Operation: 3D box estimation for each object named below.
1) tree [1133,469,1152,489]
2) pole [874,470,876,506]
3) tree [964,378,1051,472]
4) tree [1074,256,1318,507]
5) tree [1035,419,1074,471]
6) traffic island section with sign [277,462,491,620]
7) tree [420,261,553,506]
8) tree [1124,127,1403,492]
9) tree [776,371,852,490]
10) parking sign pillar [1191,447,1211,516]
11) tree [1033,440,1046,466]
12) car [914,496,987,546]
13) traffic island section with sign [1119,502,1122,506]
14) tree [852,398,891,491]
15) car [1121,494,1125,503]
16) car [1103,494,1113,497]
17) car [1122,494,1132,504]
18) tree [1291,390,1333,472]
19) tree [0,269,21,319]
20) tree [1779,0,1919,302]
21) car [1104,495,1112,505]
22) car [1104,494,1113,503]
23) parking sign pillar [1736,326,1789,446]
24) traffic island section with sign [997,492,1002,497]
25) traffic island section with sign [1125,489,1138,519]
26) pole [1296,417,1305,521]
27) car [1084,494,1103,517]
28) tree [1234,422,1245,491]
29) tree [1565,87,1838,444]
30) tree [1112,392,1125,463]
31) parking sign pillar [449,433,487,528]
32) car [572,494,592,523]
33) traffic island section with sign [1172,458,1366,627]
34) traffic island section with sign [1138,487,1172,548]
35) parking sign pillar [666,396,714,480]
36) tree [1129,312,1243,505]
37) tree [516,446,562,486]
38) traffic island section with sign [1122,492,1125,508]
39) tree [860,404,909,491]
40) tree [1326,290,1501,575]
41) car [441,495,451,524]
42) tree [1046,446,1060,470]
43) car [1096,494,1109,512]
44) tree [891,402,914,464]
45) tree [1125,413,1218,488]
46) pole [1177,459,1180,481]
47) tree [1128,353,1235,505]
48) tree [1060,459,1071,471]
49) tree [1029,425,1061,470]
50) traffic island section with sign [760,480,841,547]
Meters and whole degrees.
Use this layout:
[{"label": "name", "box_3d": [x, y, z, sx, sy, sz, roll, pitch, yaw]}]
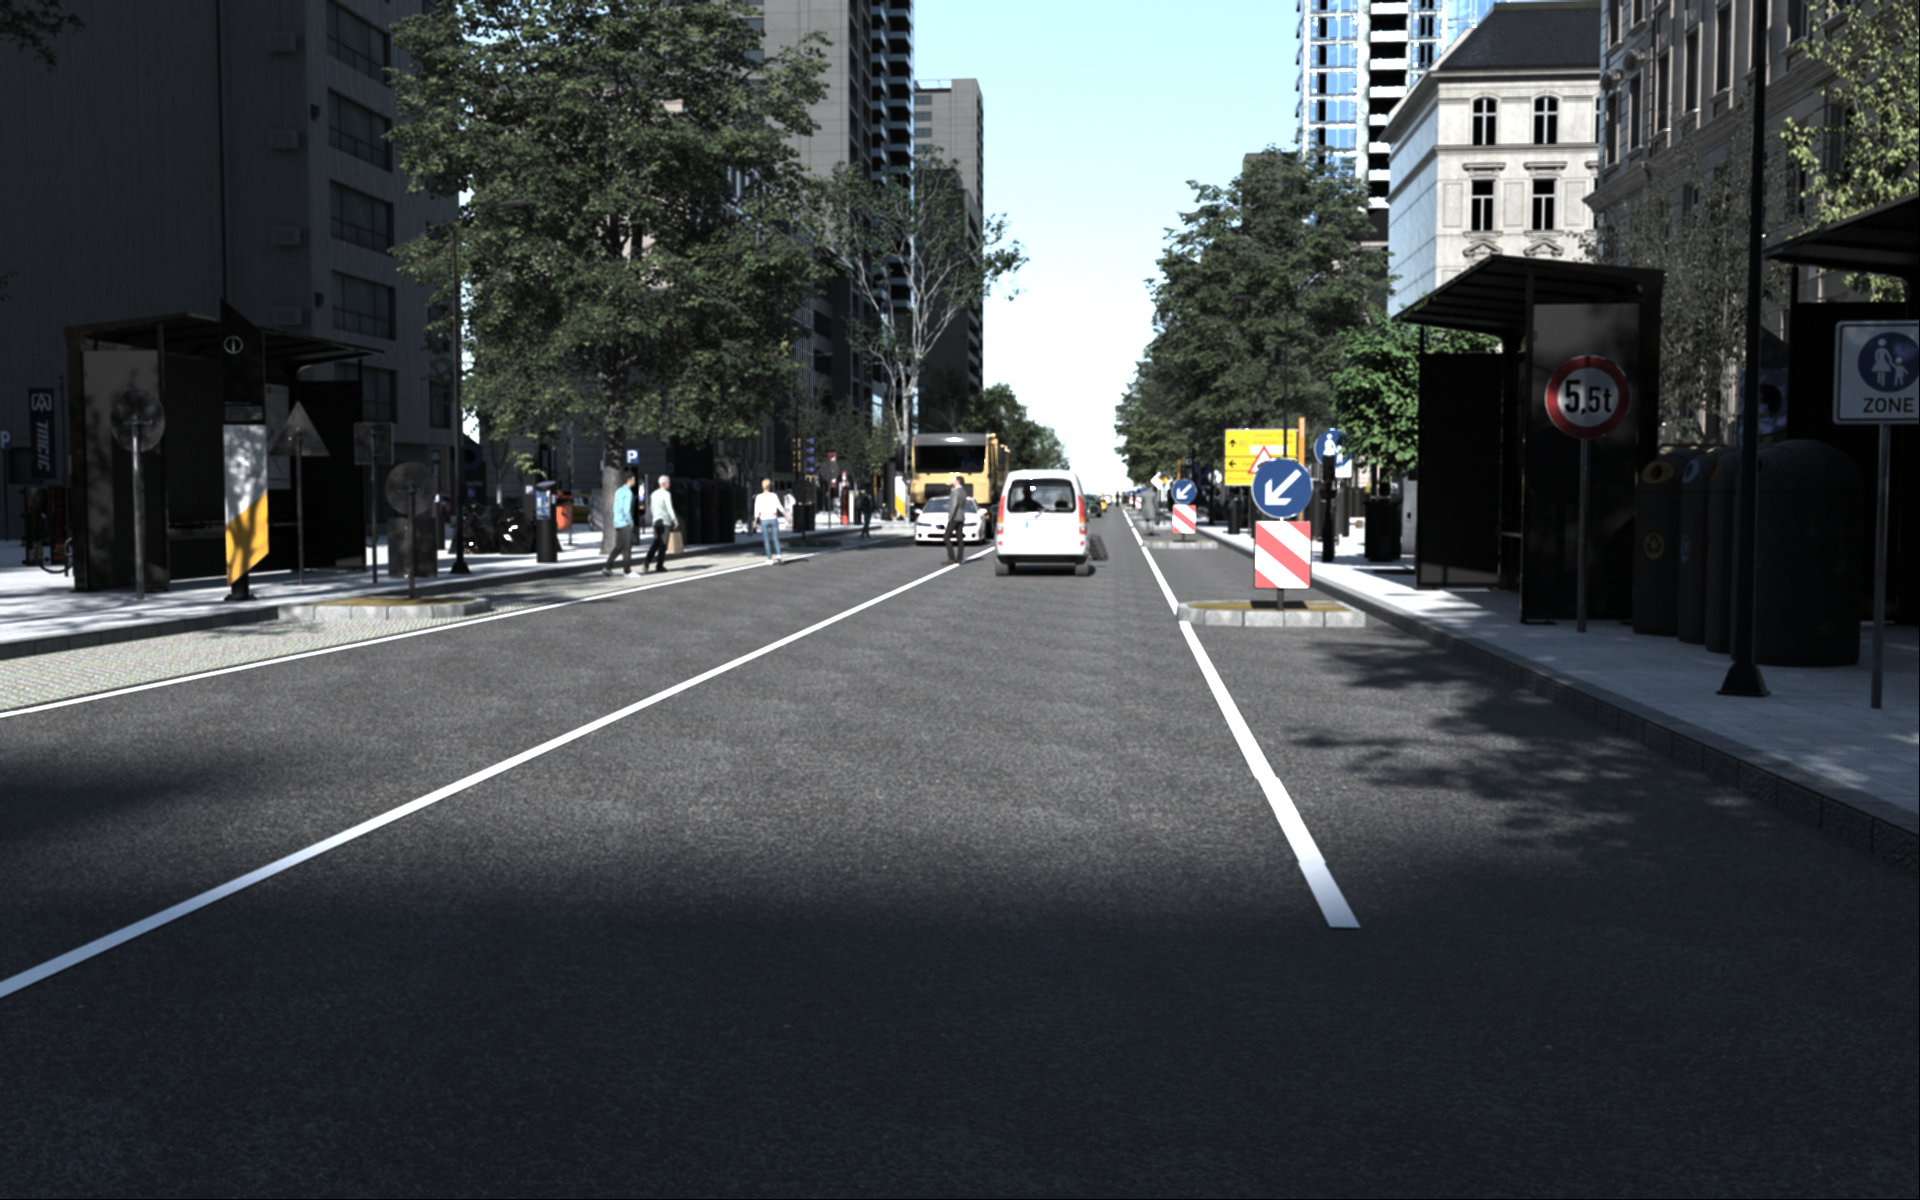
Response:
[{"label": "tree", "box_3d": [27.841, -18.700, 256.101, 4.737, 8.622, 4.395, 0, 3, 0]}, {"label": "pole", "box_3d": [-7.090, -9.227, 144.704, 0.158, 3.312, 0.155, 0, 3, 0]}, {"label": "tree", "box_3d": [3.892, -15.561, 171.434, 9.611, 12.733, 9.660, 0, 3, 0]}, {"label": "tree", "box_3d": [13.136, -10.710, 85.472, 12.009, 13.543, 11.850, 0, 3, 0]}, {"label": "tree", "box_3d": [13.730, -22.745, 282.249, 12.009, 13.543, 11.850, 0, 3, 0]}, {"label": "traffic island section with sign", "box_3d": [-6.707, -0.729, 20.554, 1.989, 1.847, 2.006, 0, 4, 5]}, {"label": "tree", "box_3d": [-13.919, -6.209, 51.873, 4.737, 8.622, 4.395, 0, 3, 0]}, {"label": "tree", "box_3d": [10.836, -9.495, 61.902, 9.857, 13.997, 8.962, 0, 3, 0]}, {"label": "tree", "box_3d": [-8.896, -9.418, 104.340, 4.360, 8.622, 3.978, 0, 3, 0]}, {"label": "parking sign pillar", "box_3d": [14.012, -6.849, 100.451, 1.447, 3.967, 1.447, -3, 4, -38]}, {"label": "tree", "box_3d": [7.718, -15.922, 210.681, 4.360, 8.622, 3.978, 0, 3, 0]}, {"label": "car", "box_3d": [-0.242, -2.265, 49.392, 2.083, 1.381, 4.827, 0, 4, 3]}, {"label": "traffic island section with sign", "box_3d": [17.710, -10.405, 178.747, 1.989, 1.847, 2.006, 0, 4, 5]}, {"label": "tree", "box_3d": [-7.558, -10.700, 125.303, 4.360, 8.622, 3.978, 0, 3, 0]}, {"label": "car", "box_3d": [26.593, -16.283, 276.014, 2.009, 1.686, 4.222, 0, 4, 6]}, {"label": "car", "box_3d": [25.577, -17.861, 301.067, 2.155, 1.783, 4.494, 0, 4, 5]}, {"label": "car", "box_3d": [23.511, -14.165, 241.388, 2.009, 1.686, 4.222, 0, 4, 5]}, {"label": "tree", "box_3d": [22.739, -9.989, 113.679, 4.360, 8.622, 3.978, 0, 3, 0]}, {"label": "tree", "box_3d": [-22.098, -5.221, 35.729, 4.360, 8.622, 3.978, 0, 3, 0]}, {"label": "tree", "box_3d": [12.497, -4.402, 22.334, 4.737, 8.622, 4.395, 0, 3, 0]}, {"label": "car", "box_3d": [18.582, -12.936, 223.859, 2.083, 1.381, 4.827, 0, 4, 3]}, {"label": "car", "box_3d": [24.810, -17.211, 291.618, 2.015, 1.641, 3.980, 0, 4, 6]}, {"label": "parking sign pillar", "box_3d": [12.640, -2.337, 26.679, 1.447, 3.967, 1.447, -2, 4, -26]}, {"label": "traffic island section with sign", "box_3d": [3.048, -7.393, 129.495, 1.989, 1.847, 2.006, 0, 4, 5]}, {"label": "traffic island section with sign", "box_3d": [10.747, -5.645, 100.926, 1.989, 1.847, 2.006, 0, 4, 5]}, {"label": "pole", "box_3d": [9.080, -3.201, 46.177, 0.158, 3.312, 0.155, 0, 3, 0]}, {"label": "car", "box_3d": [7.833, -5.850, 107.437, 2.131, 1.459, 4.920, 0, 4, 3]}, {"label": "tree", "box_3d": [23.776, -12.112, 148.392, 4.737, 8.622, 4.395, 0, 3, 0]}, {"label": "tree", "box_3d": [13.410, -4.942, 31.162, 4.360, 8.622, 3.978, 0, 3, 0]}, {"label": "tree", "box_3d": [21.022, -17.088, 186.043, 9.857, 13.997, 8.962, 0, 3, 0]}, {"label": "parking sign pillar", "box_3d": [-18.754, -4.745, 66.049, 1.447, 3.967, 1.447, -3, 5, -43]}, {"label": "car", "box_3d": [-16.679, -4.116, 77.512, 3.980, 1.641, 2.015, 0, 4, 7]}, {"label": "traffic island section with sign", "box_3d": [3.477, -0.676, 19.679, 1.989, 1.847, 2.006, 0, 4, 5]}, {"label": "traffic island section with sign", "box_3d": [5.878, -2.318, 46.527, 1.989, 1.847, 2.006, 0, 4, 5]}, {"label": "parking sign pillar", "box_3d": [-7.349, -3.588, 47.130, 1.447, 3.967, 1.447, -3, 5, -44]}, {"label": "tree", "box_3d": [14.233, -11.538, 106.769, 7.486, 12.596, 7.792, 0, 3, 0]}, {"label": "tree", "box_3d": [-17.183, -4.615, 70.057, 1.663, 3.219, 1.824, 0, 3, 0]}, {"label": "traffic island section with sign", "box_3d": [13.157, -7.289, 127.797, 1.989, 1.847, 2.006, 0, 4, 5]}, {"label": "tree", "box_3d": [-6.274, -11.688, 141.469, 4.737, 8.622, 4.395, 0, 3, 0]}, {"label": "tree", "box_3d": [7.401, -2.705, 27.942, 4.285, 4.588, 4.351, 0, 3, 0]}, {"label": "car", "box_3d": [-24.772, -4.195, 77.635, 4.494, 1.783, 2.155, 0, 4, 6]}, {"label": "tree", "box_3d": [5.807, -15.785, 192.495, 7.601, 10.594, 8.767, -1, 4, -16]}, {"label": "car", "box_3d": [10.775, -7.769, 137.240, 2.015, 1.641, 3.980, 0, 4, 5]}, {"label": "tree", "box_3d": [-5.223, -11.065, 131.280, 4.360, 8.622, 3.978, 0, 3, 0]}, {"label": "tree", "box_3d": [19.791, -14.060, 164.288, 8.767, 10.594, 7.601, 3, 5, 39]}, {"label": "pole", "box_3d": [12.891, -6.623, 102.135, 0.158, 3.312, 0.155, 0, 3, 0]}, {"label": "tree", "box_3d": [14.933, -11.592, 115.287, 9.928, 11.665, 9.643, 0, 3, 0]}, {"label": "tree", "box_3d": [16.323, -23.071, 311.628, 8.767, 10.594, 7.601, 1, 4, 22]}, {"label": "tree", "box_3d": [10.908, -19.932, 251.636, 9.928, 11.665, 9.643, 0, 3, 0]}, {"label": "traffic island section with sign", "box_3d": [-4.305, -2.372, 47.403, 1.989, 1.847, 2.006, 0, 4, 5]}]
